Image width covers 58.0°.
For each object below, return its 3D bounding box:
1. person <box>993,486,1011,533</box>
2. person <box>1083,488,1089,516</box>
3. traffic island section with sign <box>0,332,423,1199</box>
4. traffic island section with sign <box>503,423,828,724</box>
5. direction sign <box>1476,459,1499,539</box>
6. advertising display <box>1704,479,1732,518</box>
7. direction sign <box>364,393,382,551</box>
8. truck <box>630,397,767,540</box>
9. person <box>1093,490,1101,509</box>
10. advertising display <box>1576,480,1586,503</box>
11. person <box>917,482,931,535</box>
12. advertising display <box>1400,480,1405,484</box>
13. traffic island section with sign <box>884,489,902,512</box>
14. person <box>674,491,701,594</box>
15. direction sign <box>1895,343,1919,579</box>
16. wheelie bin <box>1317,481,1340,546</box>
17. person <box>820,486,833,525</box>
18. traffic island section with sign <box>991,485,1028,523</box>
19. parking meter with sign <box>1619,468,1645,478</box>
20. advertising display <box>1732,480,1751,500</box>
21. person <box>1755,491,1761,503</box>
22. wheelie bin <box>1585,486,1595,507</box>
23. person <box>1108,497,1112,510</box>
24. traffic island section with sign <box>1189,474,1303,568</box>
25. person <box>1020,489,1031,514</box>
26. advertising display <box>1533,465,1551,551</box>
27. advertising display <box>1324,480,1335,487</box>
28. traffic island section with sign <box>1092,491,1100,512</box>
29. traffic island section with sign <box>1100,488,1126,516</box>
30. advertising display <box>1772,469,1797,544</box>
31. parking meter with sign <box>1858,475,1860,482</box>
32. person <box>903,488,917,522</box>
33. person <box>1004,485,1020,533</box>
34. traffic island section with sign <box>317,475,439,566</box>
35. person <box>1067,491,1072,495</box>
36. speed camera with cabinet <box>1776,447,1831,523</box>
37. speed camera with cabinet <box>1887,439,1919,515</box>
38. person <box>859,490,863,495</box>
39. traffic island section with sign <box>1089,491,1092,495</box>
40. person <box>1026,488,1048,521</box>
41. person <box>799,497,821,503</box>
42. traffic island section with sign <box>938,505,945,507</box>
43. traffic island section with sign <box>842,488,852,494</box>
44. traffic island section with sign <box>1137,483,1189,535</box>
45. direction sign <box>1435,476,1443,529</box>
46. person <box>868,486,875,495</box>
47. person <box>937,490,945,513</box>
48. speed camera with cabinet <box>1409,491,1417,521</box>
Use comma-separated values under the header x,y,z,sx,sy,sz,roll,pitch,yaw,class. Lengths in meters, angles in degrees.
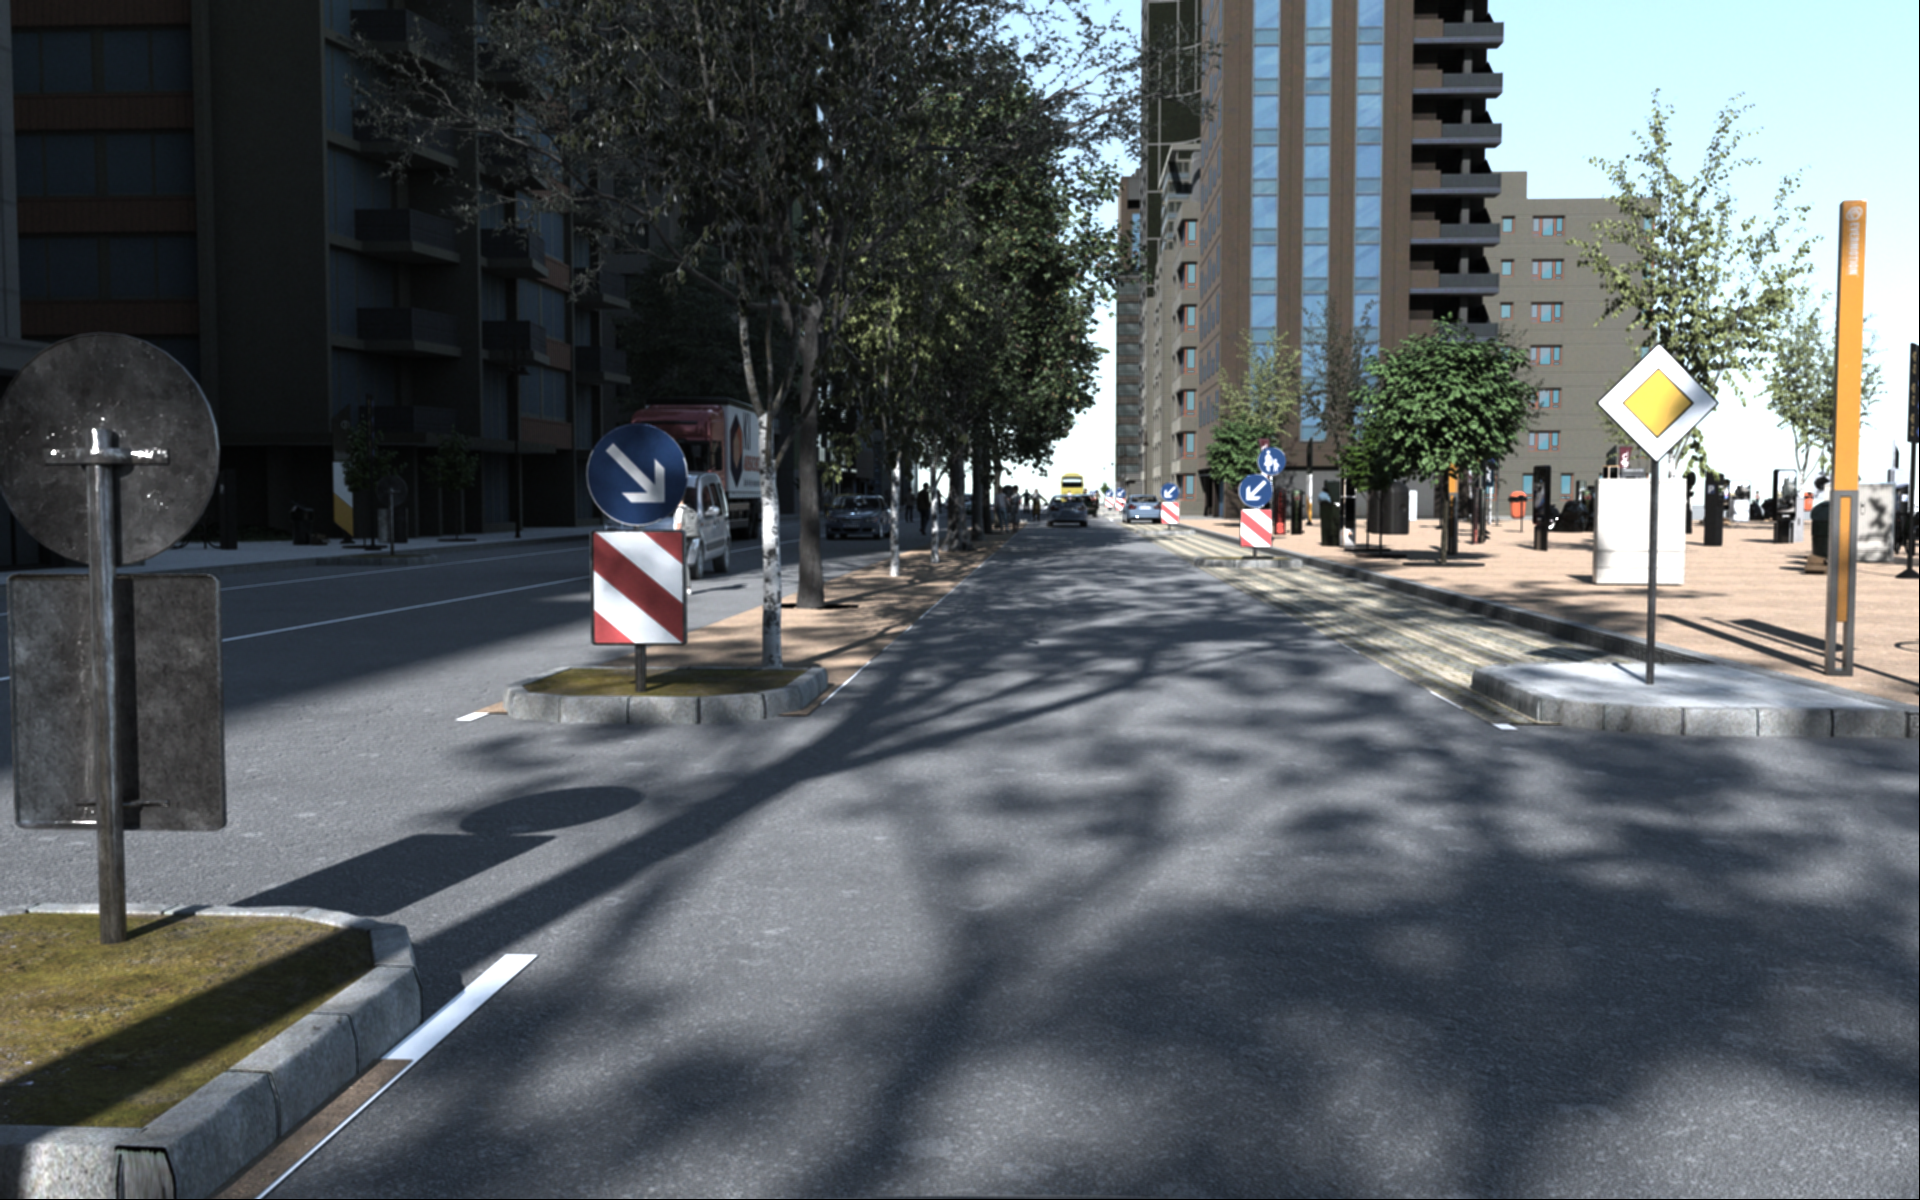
x,y,z,sx,sy,sz,roll,pitch,yaw,class
1.644,-3.356,64.035,0.731,1.740,0.598,-1,4,-20,person
8.396,-6.532,115.308,0.705,1.822,1.348,2,4,34,person
-2.472,0.231,4.362,2.006,1.907,1.989,0,4,3,traffic island section with sign
-2.027,-0.221,11.756,2.006,1.907,1.989,0,4,3,traffic island section with sign
15.023,-3.523,49.598,0.379,3.537,0.876,-2,4,-29,direction sign
32.594,-4.242,74.578,0.974,1.923,0.123,2,4,31,advertising display
-13.399,-2.901,39.429,0.379,3.537,0.876,-1,4,-10,direction sign
-7.818,-3.884,52.424,2.839,4.237,11.283,0,4,2,truck
12.846,-9.428,162.655,1.348,1.823,0.705,-3,5,-41,person
29.540,-4.721,82.403,0.123,1.923,0.974,3,5,39,advertising display
-1.236,-3.208,60.869,0.656,1.842,0.836,1,4,13,person
20.236,-4.527,79.225,0.123,1.923,0.974,0,4,6,advertising display
-5.738,-8.008,139.553,1.989,1.847,2.006,0,4,3,traffic island section with sign
-3.961,-0.826,24.593,0.523,1.515,0.503,-1,4,-16,person
14.484,-2.099,26.316,0.379,3.537,0.876,3,4,39,direction sign
9.259,-2.133,42.777,0.980,1.594,0.693,-1,4,-23,wheelie bin
-6.116,-4.342,79.606,0.709,1.813,0.853,1,4,15,person
2.377,-4.809,86.766,2.006,1.907,1.989,0,4,3,traffic island section with sign
19.697,-3.346,50.964,1.738,3.016,0.543,0,4,0,parking meter with sign
36.888,-4.696,81.990,0.974,1.923,0.123,0,4,4,advertising display
75.350,-9.435,163.470,0.721,1.736,1.217,3,5,43,person
24.421,-3.597,66.723,0.693,1.594,0.980,-2,4,-24,wheelie bin
12.622,-8.374,146.359,0.436,1.711,0.756,0,4,6,person
5.692,-1.580,34.466,1.989,1.847,2.006,0,4,3,traffic island section with sign
4.914,-7.284,127.681,1.350,1.814,0.705,0,4,-2,person
13.235,-2.092,39.421,0.123,1.923,0.974,0,4,3,advertising display
17.050,-4.565,79.849,0.123,1.923,0.974,3,4,37,advertising display
11.812,-7.944,138.514,1.989,1.847,2.006,0,4,3,traffic island section with sign
10.227,-6.298,111.606,1.989,1.847,2.006,0,4,3,traffic island section with sign
21.458,-2.439,45.086,0.974,1.923,0.123,-3,4,-37,advertising display
32.225,-4.058,62.606,0.543,3.016,1.738,3,5,43,parking meter with sign
-2.478,-4.878,88.780,0.617,1.759,0.750,3,4,37,person
1.921,-3.288,62.833,0.524,1.755,0.480,-2,4,-34,person
-11.841,-1.647,35.551,1.989,1.847,2.006,0,4,3,traffic island section with sign
9.825,-8.901,154.970,0.756,1.711,0.436,2,4,30,person
35.743,-4.831,73.324,2.038,3.252,0.660,2,4,27,speed camera with cabinet
33.801,-4.131,61.875,0.660,3.252,2.038,1,4,8,speed camera with cabinet
-7.043,-6.902,122.062,1.217,1.735,0.721,0,4,-2,person
15.039,-11.291,193.242,1.989,1.847,2.006,0,4,3,traffic island section with sign
4.102,-5.093,92.509,1.217,1.736,0.721,-1,4,-13,person
-7.830,-5.054,91.148,1.348,1.822,0.705,-1,4,-15,person
-2.492,-11.364,194.428,1.989,1.847,2.006,0,4,3,traffic island section with sign
-7.312,-6.358,112.584,1.989,1.847,2.006,0,4,3,traffic island section with sign
7.284,-3.229,61.419,1.989,1.847,2.006,0,4,3,traffic island section with sign
17.618,-4.365,63.372,0.876,3.537,0.379,0,4,3,direction sign
-4.591,-4.943,88.949,0.705,1.869,1.348,2,4,25,person
-1.554,-7.393,130.100,1.217,1.743,0.721,-2,4,-25,person
20.841,-5.394,82.529,0.660,3.252,2.038,-2,4,-32,speed camera with cabinet
